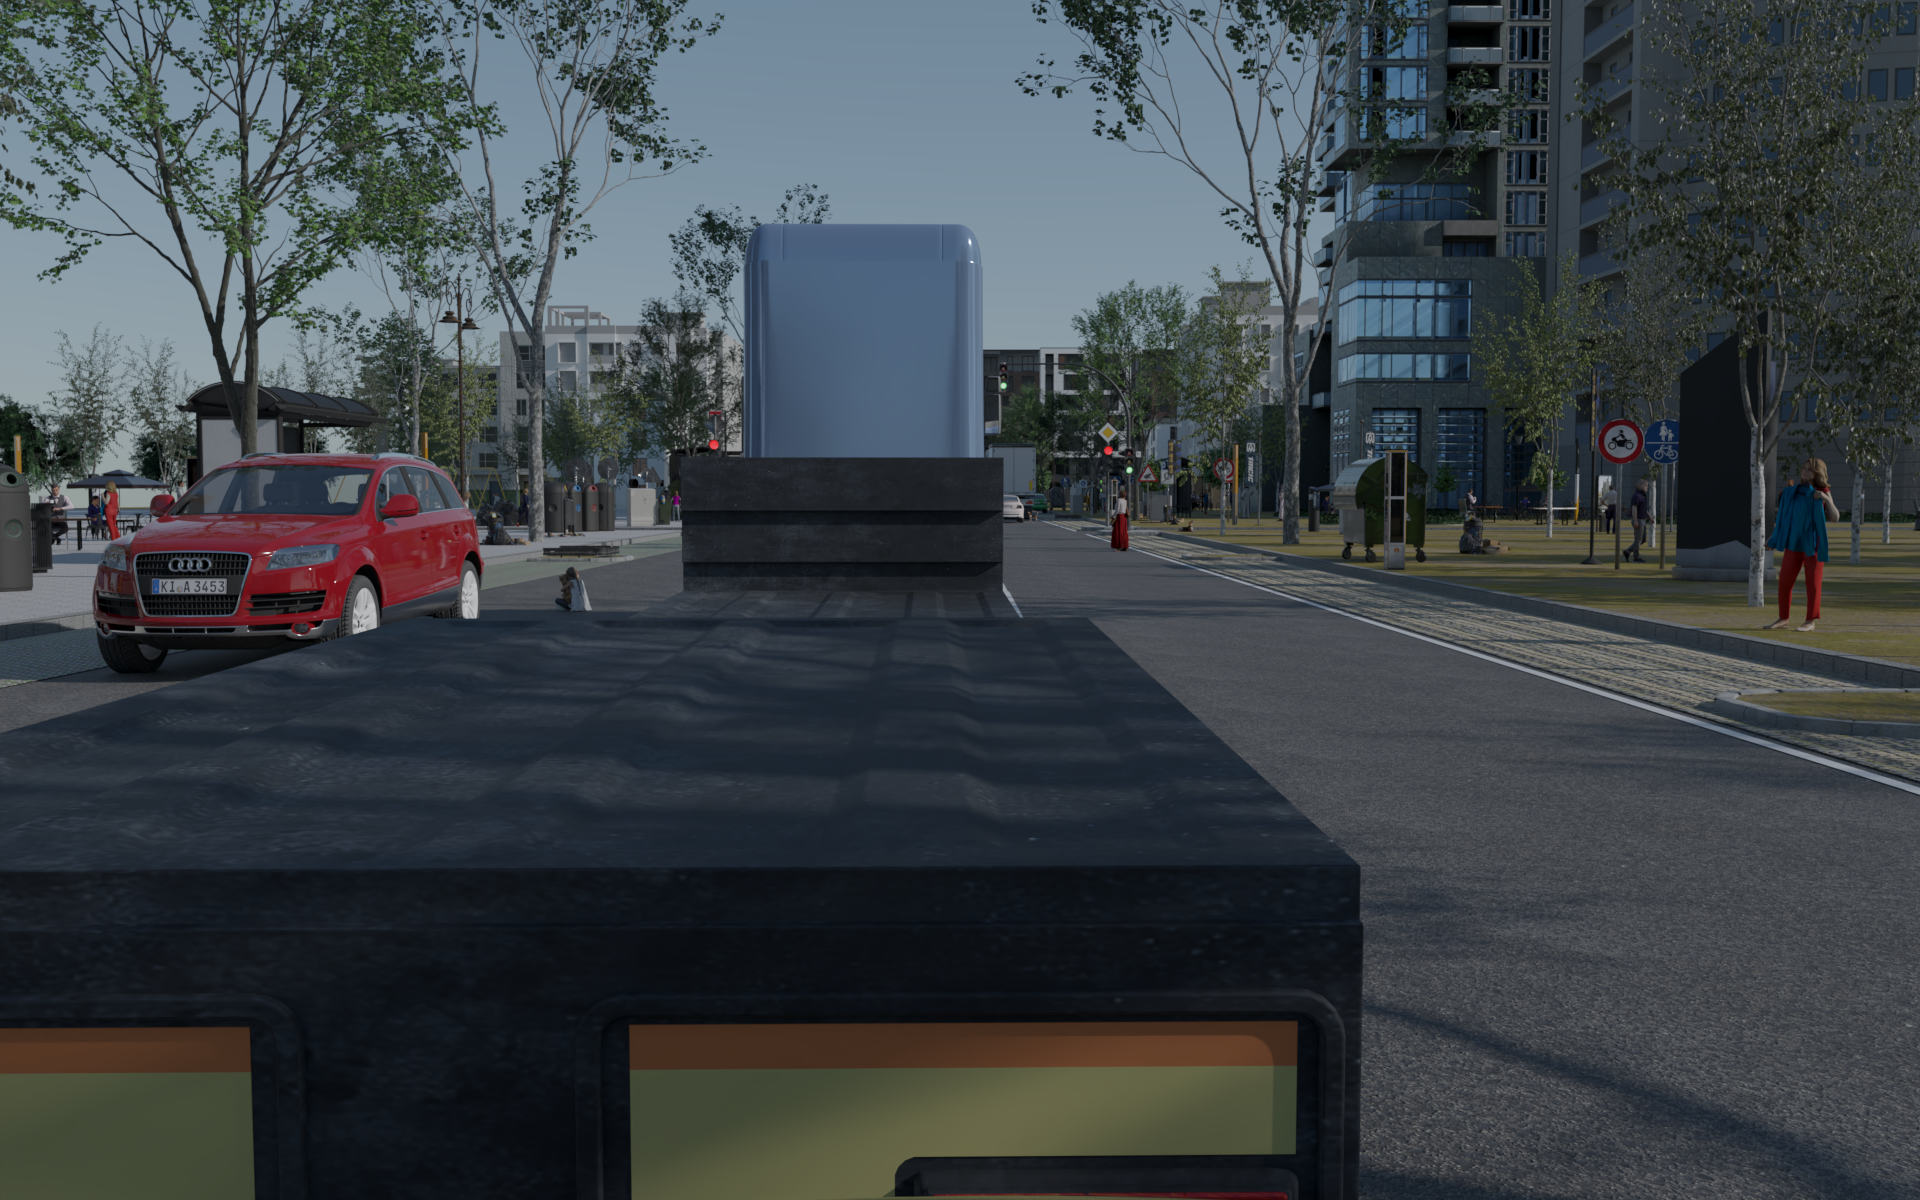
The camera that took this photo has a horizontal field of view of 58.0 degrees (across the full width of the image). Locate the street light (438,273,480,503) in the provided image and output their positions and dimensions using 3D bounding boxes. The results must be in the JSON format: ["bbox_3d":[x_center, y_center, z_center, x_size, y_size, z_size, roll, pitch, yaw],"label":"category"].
[{"bbox_3d":[-10.476,-3.889,36.373,0.468,5.910,1.993,0,4,0],"label":"street light"}]

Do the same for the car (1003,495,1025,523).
[{"bbox_3d":[2.267,-4.620,87.894,2.083,1.381,4.827,0,3,0],"label":"car"}]

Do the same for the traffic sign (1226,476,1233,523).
[{"bbox_3d":[12.025,-4.736,77.542,0.768,2.556,0.104,0,4,6],"label":"traffic sign"}]

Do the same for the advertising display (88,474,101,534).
[{"bbox_3d":[-27.905,-3.097,55.843,0.123,1.923,0.974,-1,4,-13],"label":"advertising display"}]

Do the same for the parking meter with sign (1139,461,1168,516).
[{"bbox_3d":[10.078,-5.828,91.544,1.738,3.016,0.543,-2,4,-27],"label":"parking meter with sign"}]

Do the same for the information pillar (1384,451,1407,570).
[{"bbox_3d":[7.377,-1.521,29.359,0.304,2.012,0.304,0,4,1],"label":"information pillar"}]

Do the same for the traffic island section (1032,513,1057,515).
[{"bbox_3d":[5.691,-5.929,119.811,1.991,0.108,1.994,0,4,0],"label":"traffic island section"}]

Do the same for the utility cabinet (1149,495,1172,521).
[{"bbox_3d":[9.616,-4.396,83.039,1.020,1.237,0.306,1,4,18],"label":"utility cabinet"}]

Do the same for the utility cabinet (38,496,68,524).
[{"bbox_3d":[-37.545,-3.704,71.717,0.306,1.237,1.020,3,4,38],"label":"utility cabinet"}]

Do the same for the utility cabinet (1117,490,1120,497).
[{"bbox_3d":[9.529,-5.860,104.487,0.318,1.500,1.173,2,4,28],"label":"utility cabinet"}]

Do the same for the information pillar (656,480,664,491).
[{"bbox_3d":[-15.412,-5.171,89.031,0.304,2.012,0.304,3,5,39],"label":"information pillar"}]

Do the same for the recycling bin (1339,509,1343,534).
[{"bbox_3d":[12.548,-2.596,54.999,0.722,1.027,0.722,-2,4,-33],"label":"recycling bin"}]

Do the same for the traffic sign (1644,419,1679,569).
[{"bbox_3d":[11.978,-1.796,29.473,0.768,2.556,0.104,0,4,4],"label":"traffic sign"}]

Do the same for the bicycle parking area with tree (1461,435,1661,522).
[{"bbox_3d":[29.380,-5.996,85.030,8.231,4.147,9.016,-1,4,-9],"label":"bicycle parking area with tree"}]

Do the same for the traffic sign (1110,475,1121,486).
[{"bbox_3d":[10.642,-7.228,118.282,0.768,2.556,0.104,0,4,7],"label":"traffic sign"}]

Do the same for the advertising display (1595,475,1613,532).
[{"bbox_3d":[21.717,-3.256,58.451,0.974,1.923,0.123,-3,5,-42],"label":"advertising display"}]

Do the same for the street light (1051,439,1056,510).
[{"bbox_3d":[7.646,-10.390,142.659,0.468,5.910,1.993,0,4,0],"label":"street light"}]

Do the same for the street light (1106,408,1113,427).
[{"bbox_3d":[7.778,-7.240,91.168,0.468,5.910,1.993,0,4,0],"label":"street light"}]

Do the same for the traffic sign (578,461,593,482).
[{"bbox_3d":[-14.652,-4.112,67.336,0.768,2.556,0.104,1,4,9],"label":"traffic sign"}]

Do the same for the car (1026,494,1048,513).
[{"bbox_3d":[5.475,-7.233,127.050,1.959,1.807,4.718,0,3,0],"label":"car"}]

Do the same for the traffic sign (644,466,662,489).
[{"bbox_3d":[-14.302,-4.933,80.659,0.884,2.594,0.081,0,4,1],"label":"traffic sign"}]

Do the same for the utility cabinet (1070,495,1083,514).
[{"bbox_3d":[7.642,-6.270,113.679,0.306,1.237,1.020,3,5,42],"label":"utility cabinet"}]

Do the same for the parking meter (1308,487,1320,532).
[{"bbox_3d":[12.040,-3.087,58.890,0.372,1.533,0.369,0,3,0],"label":"parking meter"}]

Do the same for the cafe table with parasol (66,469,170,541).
[{"bbox_3d":[-23.233,-2.631,47.883,2.610,1.966,2.610,-2,4,-29],"label":"cafe table with parasol"}]

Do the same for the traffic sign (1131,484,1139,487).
[{"bbox_3d":[12.475,-7.452,121.836,0.884,2.594,0.081,0,4,4],"label":"traffic sign"}]

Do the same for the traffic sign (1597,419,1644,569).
[{"bbox_3d":[11.191,-1.793,29.415,0.768,2.556,0.104,0,4,6],"label":"traffic sign"}]

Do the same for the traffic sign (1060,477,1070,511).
[{"bbox_3d":[7.936,-7.977,130.527,0.768,2.556,0.104,0,4,1],"label":"traffic sign"}]

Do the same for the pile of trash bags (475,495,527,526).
[{"bbox_3d":[-17.940,-3.690,70.080,1.912,1.369,3.447,2,4,26],"label":"pile of trash bags"}]

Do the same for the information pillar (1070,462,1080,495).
[{"bbox_3d":[7.836,-7.838,119.513,0.504,3.616,0.183,2,4,29],"label":"information pillar"}]

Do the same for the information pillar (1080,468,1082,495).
[{"bbox_3d":[9.321,-8.855,136.126,0.504,3.616,0.183,2,4,26],"label":"information pillar"}]

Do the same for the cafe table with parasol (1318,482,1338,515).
[{"bbox_3d":[19.363,-5.112,88.445,2.610,1.966,2.610,1,4,10],"label":"cafe table with parasol"}]

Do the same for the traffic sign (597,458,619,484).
[{"bbox_3d":[-12.384,-3.722,60.958,0.768,2.556,0.104,0,4,3],"label":"traffic sign"}]

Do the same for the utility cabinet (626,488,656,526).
[{"bbox_3d":[-12.548,-3.641,68.213,0.318,1.500,1.173,3,5,44],"label":"utility cabinet"}]

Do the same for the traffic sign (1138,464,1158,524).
[{"bbox_3d":[8.089,-4.562,74.586,0.884,2.594,0.081,0,4,0],"label":"traffic sign"}]

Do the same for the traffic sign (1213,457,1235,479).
[{"bbox_3d":[9.166,-3.673,60.165,0.768,2.556,0.104,1,4,9],"label":"traffic sign"}]

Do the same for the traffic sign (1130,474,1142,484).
[{"bbox_3d":[9.553,-5.755,94.199,0.768,2.556,0.104,0,4,7],"label":"traffic sign"}]

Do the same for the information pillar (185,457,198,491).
[{"bbox_3d":[-15.065,-1.820,34.244,0.304,2.012,0.304,1,4,8],"label":"information pillar"}]

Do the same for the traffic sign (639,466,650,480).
[{"bbox_3d":[-14.788,-5.018,81.774,0.795,2.593,0.064,0,4,2],"label":"traffic sign"}]

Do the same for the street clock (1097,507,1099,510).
[{"bbox_3d":[11.144,-8.275,139.868,0.358,2.002,0.471,1,4,14],"label":"street clock"}]

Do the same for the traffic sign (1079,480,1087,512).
[{"bbox_3d":[8.900,-7.524,125.154,0.606,2.300,0.079,0,4,0],"label":"traffic sign"}]

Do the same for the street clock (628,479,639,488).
[{"bbox_3d":[-15.277,-4.680,81.096,0.358,2.002,0.471,2,4,31],"label":"street clock"}]

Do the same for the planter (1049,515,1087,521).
[{"bbox_3d":[5.758,-4.387,92.861,1.991,0.319,1.994,0,4,0],"label":"planter"}]

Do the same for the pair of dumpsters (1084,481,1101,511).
[{"bbox_3d":[10.347,-7.881,131.351,1.574,2.255,4.437,0,4,0],"label":"pair of dumpsters"}]

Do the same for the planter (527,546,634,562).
[{"bbox_3d":[-8.116,-0.992,37.364,1.991,0.319,1.994,0,4,0],"label":"planter"}]

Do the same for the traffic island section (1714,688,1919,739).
[{"bbox_3d":[5.962,0.724,11.029,1.991,0.108,1.994,0,4,0],"label":"traffic island section"}]

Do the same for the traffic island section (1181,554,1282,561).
[{"bbox_3d":[5.894,-0.924,37.973,1.991,0.108,1.994,0,4,0],"label":"traffic island section"}]

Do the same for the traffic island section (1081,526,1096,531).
[{"bbox_3d":[5.823,-2.806,68.159,2.009,0.180,2.903,0,4,0],"label":"traffic island section"}]

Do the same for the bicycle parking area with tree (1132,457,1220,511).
[{"bbox_3d":[16.177,-8.986,133.919,8.231,4.147,9.016,1,4,13],"label":"bicycle parking area with tree"}]

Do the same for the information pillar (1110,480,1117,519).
[{"bbox_3d":[7.945,-5.206,89.615,0.304,2.012,0.304,-1,4,-14],"label":"information pillar"}]

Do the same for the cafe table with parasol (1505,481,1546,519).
[{"bbox_3d":[30.039,-5.301,91.534,2.610,1.966,2.610,0,4,4],"label":"cafe table with parasol"}]

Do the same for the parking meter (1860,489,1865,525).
[{"bbox_3d":[37.595,-3.913,72.396,0.372,1.533,0.369,0,3,0],"label":"parking meter"}]

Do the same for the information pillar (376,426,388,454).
[{"bbox_3d":[-19.926,-4.188,59.828,0.504,3.616,0.183,2,4,29],"label":"information pillar"}]

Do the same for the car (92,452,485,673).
[{"bbox_3d":[-5.812,-0.422,15.574,2.281,1.827,5.304,0,4,-1],"label":"car"}]

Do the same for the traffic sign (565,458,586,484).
[{"bbox_3d":[-13.507,-3.718,60.889,0.768,2.556,0.104,0,4,7],"label":"traffic sign"}]

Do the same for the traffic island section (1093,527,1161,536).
[{"bbox_3d":[5.844,-2.318,60.174,2.009,0.180,2.903,0,4,0],"label":"traffic island section"}]

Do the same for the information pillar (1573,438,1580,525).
[{"bbox_3d":[25.708,-4.942,72.162,0.183,3.616,0.504,2,4,27],"label":"information pillar"}]

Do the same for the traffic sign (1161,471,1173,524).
[{"bbox_3d":[8.871,-4.391,73.925,0.606,2.300,0.079,0,4,6],"label":"traffic sign"}]
